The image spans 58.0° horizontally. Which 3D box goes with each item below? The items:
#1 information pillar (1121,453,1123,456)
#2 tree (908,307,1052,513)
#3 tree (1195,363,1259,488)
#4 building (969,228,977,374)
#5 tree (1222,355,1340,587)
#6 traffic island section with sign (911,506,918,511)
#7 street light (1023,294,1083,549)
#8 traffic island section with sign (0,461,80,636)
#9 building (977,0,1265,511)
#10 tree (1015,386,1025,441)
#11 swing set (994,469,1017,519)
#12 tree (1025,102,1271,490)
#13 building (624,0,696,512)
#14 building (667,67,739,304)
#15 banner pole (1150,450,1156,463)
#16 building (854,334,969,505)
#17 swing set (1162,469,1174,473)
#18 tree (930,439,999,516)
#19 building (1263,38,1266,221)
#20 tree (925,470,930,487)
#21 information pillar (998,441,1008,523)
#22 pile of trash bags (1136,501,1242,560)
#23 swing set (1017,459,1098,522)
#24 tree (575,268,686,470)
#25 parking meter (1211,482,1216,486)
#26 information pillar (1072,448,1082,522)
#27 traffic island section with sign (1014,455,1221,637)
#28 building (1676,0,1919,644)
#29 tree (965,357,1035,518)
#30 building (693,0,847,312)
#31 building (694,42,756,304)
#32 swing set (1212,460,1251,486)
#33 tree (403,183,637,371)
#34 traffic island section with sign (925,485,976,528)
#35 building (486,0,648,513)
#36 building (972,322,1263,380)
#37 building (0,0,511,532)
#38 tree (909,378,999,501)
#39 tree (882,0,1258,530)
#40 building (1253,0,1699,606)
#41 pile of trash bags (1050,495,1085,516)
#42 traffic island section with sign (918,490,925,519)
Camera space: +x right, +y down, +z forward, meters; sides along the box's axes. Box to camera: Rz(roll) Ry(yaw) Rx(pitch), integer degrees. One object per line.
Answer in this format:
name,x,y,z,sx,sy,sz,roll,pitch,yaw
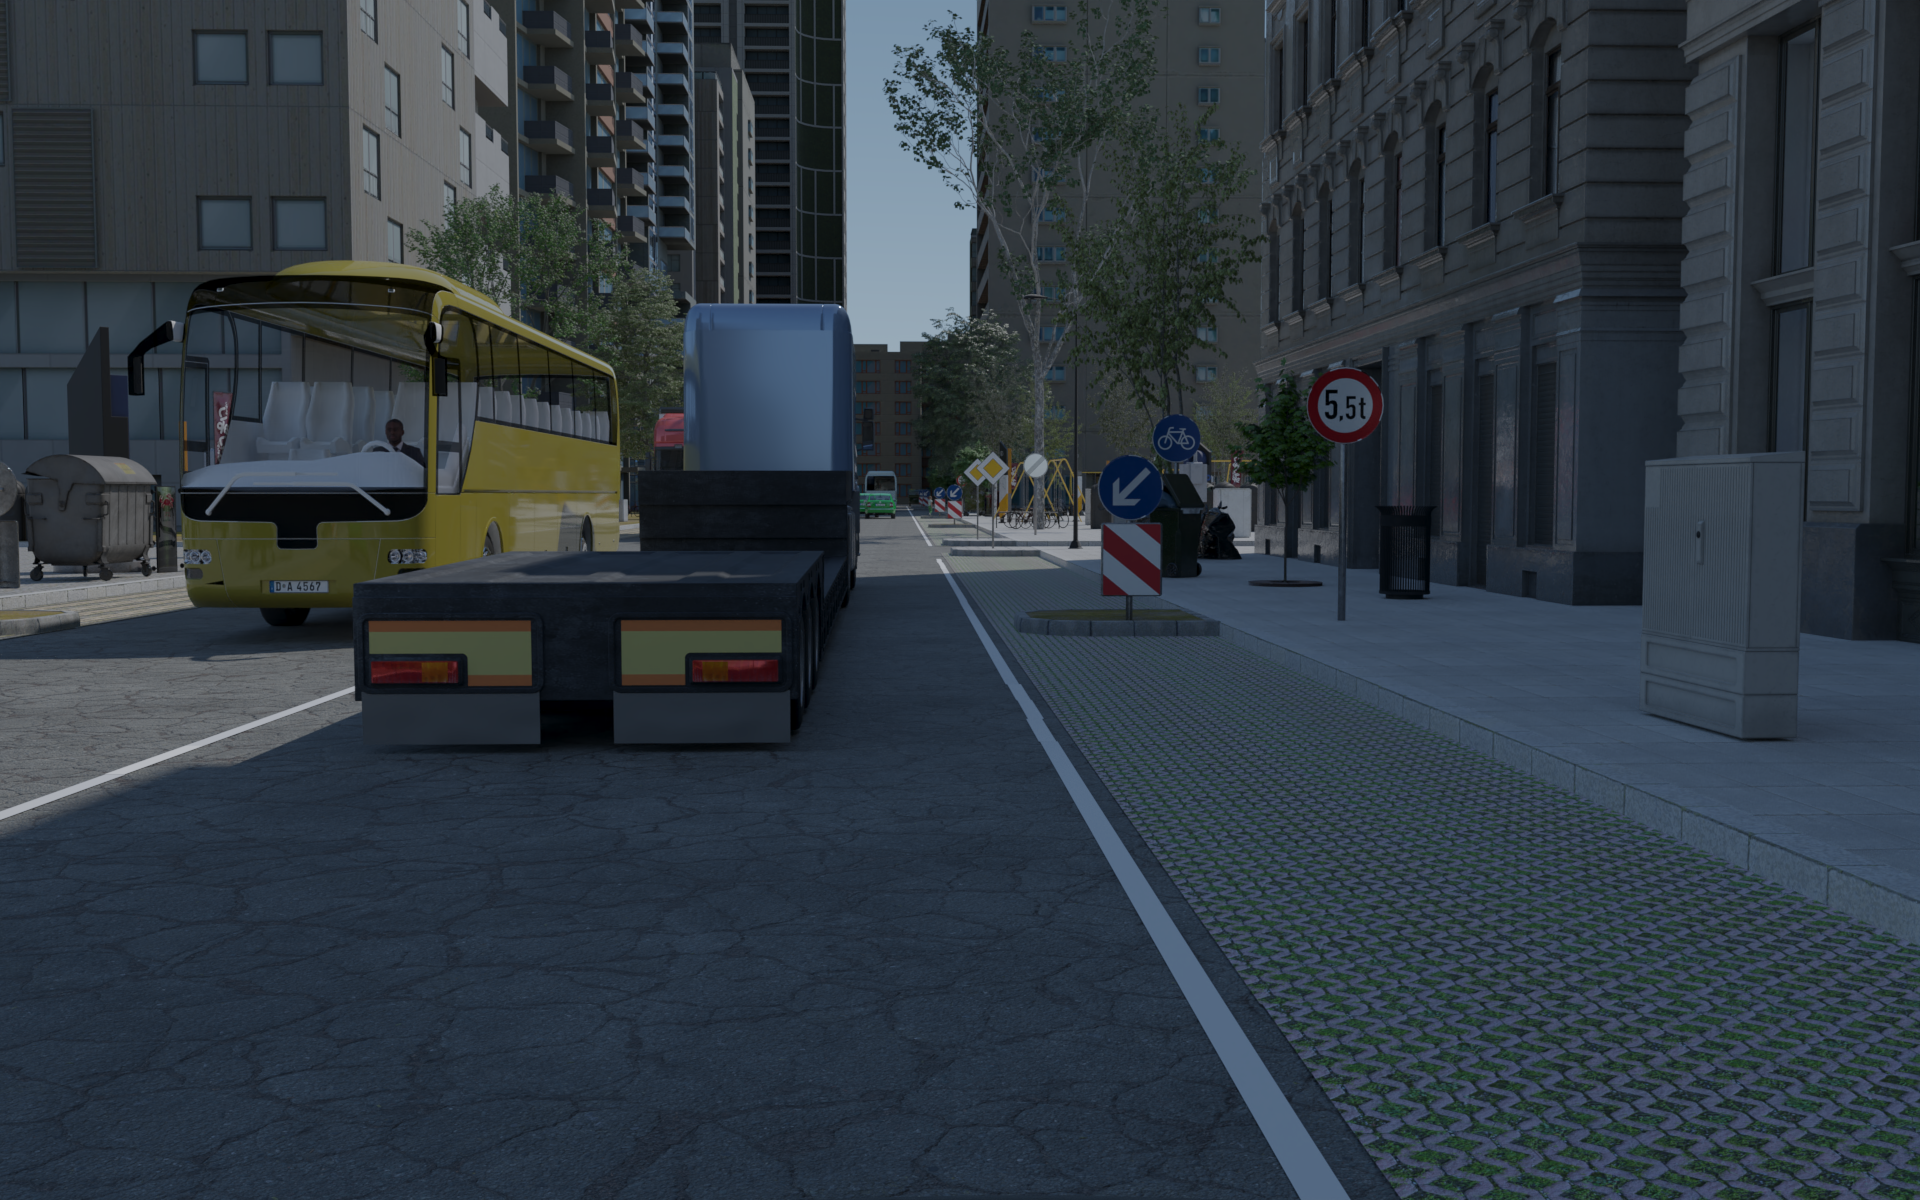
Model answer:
information pillar,9.304,-6.642,99.949,0.183,3.616,0.504,-1,4,-21
tree,1.137,-12.947,118.346,9.857,13.997,8.962,0,3,0
tree,15.285,-9.045,98.240,4.360,8.622,3.978,0,3,0
building,7.968,-25.574,189.839,14.160,30.474,14.107,0,4,-2
tree,4.561,-1.823,24.402,1.663,3.219,1.824,0,3,0
traffic island section with sign,-3.092,-8.743,151.574,1.989,1.847,2.006,0,4,-2
street light,2.171,-4.154,40.464,1.470,5.913,1.316,0,4,-2
traffic island section with sign,-10.431,-0.578,18.078,1.989,1.847,2.006,0,4,-2
building,12.477,-31.735,142.576,21.300,48.544,21.600,0,4,-2
tree,5.267,-9.669,108.447,4.737,8.622,4.395,0,3,0
swing set,3.158,-5.265,83.704,2.862,2.851,3.119,0,4,-6
tree,3.634,-4.986,31.884,4.737,8.622,4.395,0,3,0
building,-31.781,-50.421,137.053,22.319,86.520,31.000,0,4,-2
building,-28.234,-29.204,161.074,14.154,41.232,14.086,0,4,-2
banner pole,11.613,-6.948,103.619,0.401,3.779,0.863,2,4,24
building,0.314,-23.197,224.318,28.899,21.520,27.650,0,4,-2
swing set,14.086,-6.827,109.238,3.119,2.851,2.862,2,4,34
tree,1.102,-7.332,103.590,4.285,4.588,4.351,0,3,0
building,44.316,-41.549,221.317,28.212,58.520,21.231,0,4,-2
tree,-1.121,-11.021,163.902,4.285,4.588,4.351,0,3,0
information pillar,1.911,-5.180,76.044,0.183,3.616,0.504,-3,5,-41
pile of trash bags,4.476,-1.556,35.196,1.912,1.369,3.447,0,4,-5
swing set,4.368,-4.911,77.923,2.862,2.851,3.119,0,4,-8
tree,-16.086,-10.357,87.469,7.486,12.596,7.792,0,3,0
parking meter,12.195,-4.787,83.977,0.255,1.863,0.399,3,4,39
information pillar,5.479,-5.470,80.791,0.504,3.616,0.183,-3,5,-39
traffic island section with sign,1.590,-0.589,18.250,1.989,1.847,2.006,0,4,-2
building,12.779,-11.018,9.029,11.050,23.489,19.941,0,4,-2
tree,2.123,-8.766,93.684,4.360,8.622,3.978,0,3,0
building,-24.816,-47.710,218.304,20.611,71.187,20.563,0,4,-2
building,-33.090,-34.257,183.797,21.600,48.544,21.300,0,4,-2
swing set,12.466,-5.066,80.443,3.119,2.851,2.862,1,4,21
tree,-14.748,-8.022,56.915,9.928,11.665,9.643,0,3,0
traffic island section with sign,-0.360,-3.985,73.785,1.989,1.847,2.006,0,4,-2
building,-31.301,-27.572,105.427,22.147,44.769,28.867,0,4,-2
building,15.555,-19.808,168.901,27.650,21.520,28.899,0,4,-2
building,-34.040,-29.340,68.952,28.713,52.752,27.495,0,4,-2
tree,0.127,-11.884,128.709,8.767,10.594,7.601,0,4,8
tree,4.136,-12.563,61.292,12.611,20.169,13.585,0,3,0
building,11.396,-10.957,28.302,9.793,20.994,18.267,0,4,-2
pile of trash bags,6.485,-5.649,102.105,1.912,1.369,3.447,1,4,17
traffic island section with sign,-1.300,-5.633,100.724,1.989,1.847,2.006,0,4,-2
